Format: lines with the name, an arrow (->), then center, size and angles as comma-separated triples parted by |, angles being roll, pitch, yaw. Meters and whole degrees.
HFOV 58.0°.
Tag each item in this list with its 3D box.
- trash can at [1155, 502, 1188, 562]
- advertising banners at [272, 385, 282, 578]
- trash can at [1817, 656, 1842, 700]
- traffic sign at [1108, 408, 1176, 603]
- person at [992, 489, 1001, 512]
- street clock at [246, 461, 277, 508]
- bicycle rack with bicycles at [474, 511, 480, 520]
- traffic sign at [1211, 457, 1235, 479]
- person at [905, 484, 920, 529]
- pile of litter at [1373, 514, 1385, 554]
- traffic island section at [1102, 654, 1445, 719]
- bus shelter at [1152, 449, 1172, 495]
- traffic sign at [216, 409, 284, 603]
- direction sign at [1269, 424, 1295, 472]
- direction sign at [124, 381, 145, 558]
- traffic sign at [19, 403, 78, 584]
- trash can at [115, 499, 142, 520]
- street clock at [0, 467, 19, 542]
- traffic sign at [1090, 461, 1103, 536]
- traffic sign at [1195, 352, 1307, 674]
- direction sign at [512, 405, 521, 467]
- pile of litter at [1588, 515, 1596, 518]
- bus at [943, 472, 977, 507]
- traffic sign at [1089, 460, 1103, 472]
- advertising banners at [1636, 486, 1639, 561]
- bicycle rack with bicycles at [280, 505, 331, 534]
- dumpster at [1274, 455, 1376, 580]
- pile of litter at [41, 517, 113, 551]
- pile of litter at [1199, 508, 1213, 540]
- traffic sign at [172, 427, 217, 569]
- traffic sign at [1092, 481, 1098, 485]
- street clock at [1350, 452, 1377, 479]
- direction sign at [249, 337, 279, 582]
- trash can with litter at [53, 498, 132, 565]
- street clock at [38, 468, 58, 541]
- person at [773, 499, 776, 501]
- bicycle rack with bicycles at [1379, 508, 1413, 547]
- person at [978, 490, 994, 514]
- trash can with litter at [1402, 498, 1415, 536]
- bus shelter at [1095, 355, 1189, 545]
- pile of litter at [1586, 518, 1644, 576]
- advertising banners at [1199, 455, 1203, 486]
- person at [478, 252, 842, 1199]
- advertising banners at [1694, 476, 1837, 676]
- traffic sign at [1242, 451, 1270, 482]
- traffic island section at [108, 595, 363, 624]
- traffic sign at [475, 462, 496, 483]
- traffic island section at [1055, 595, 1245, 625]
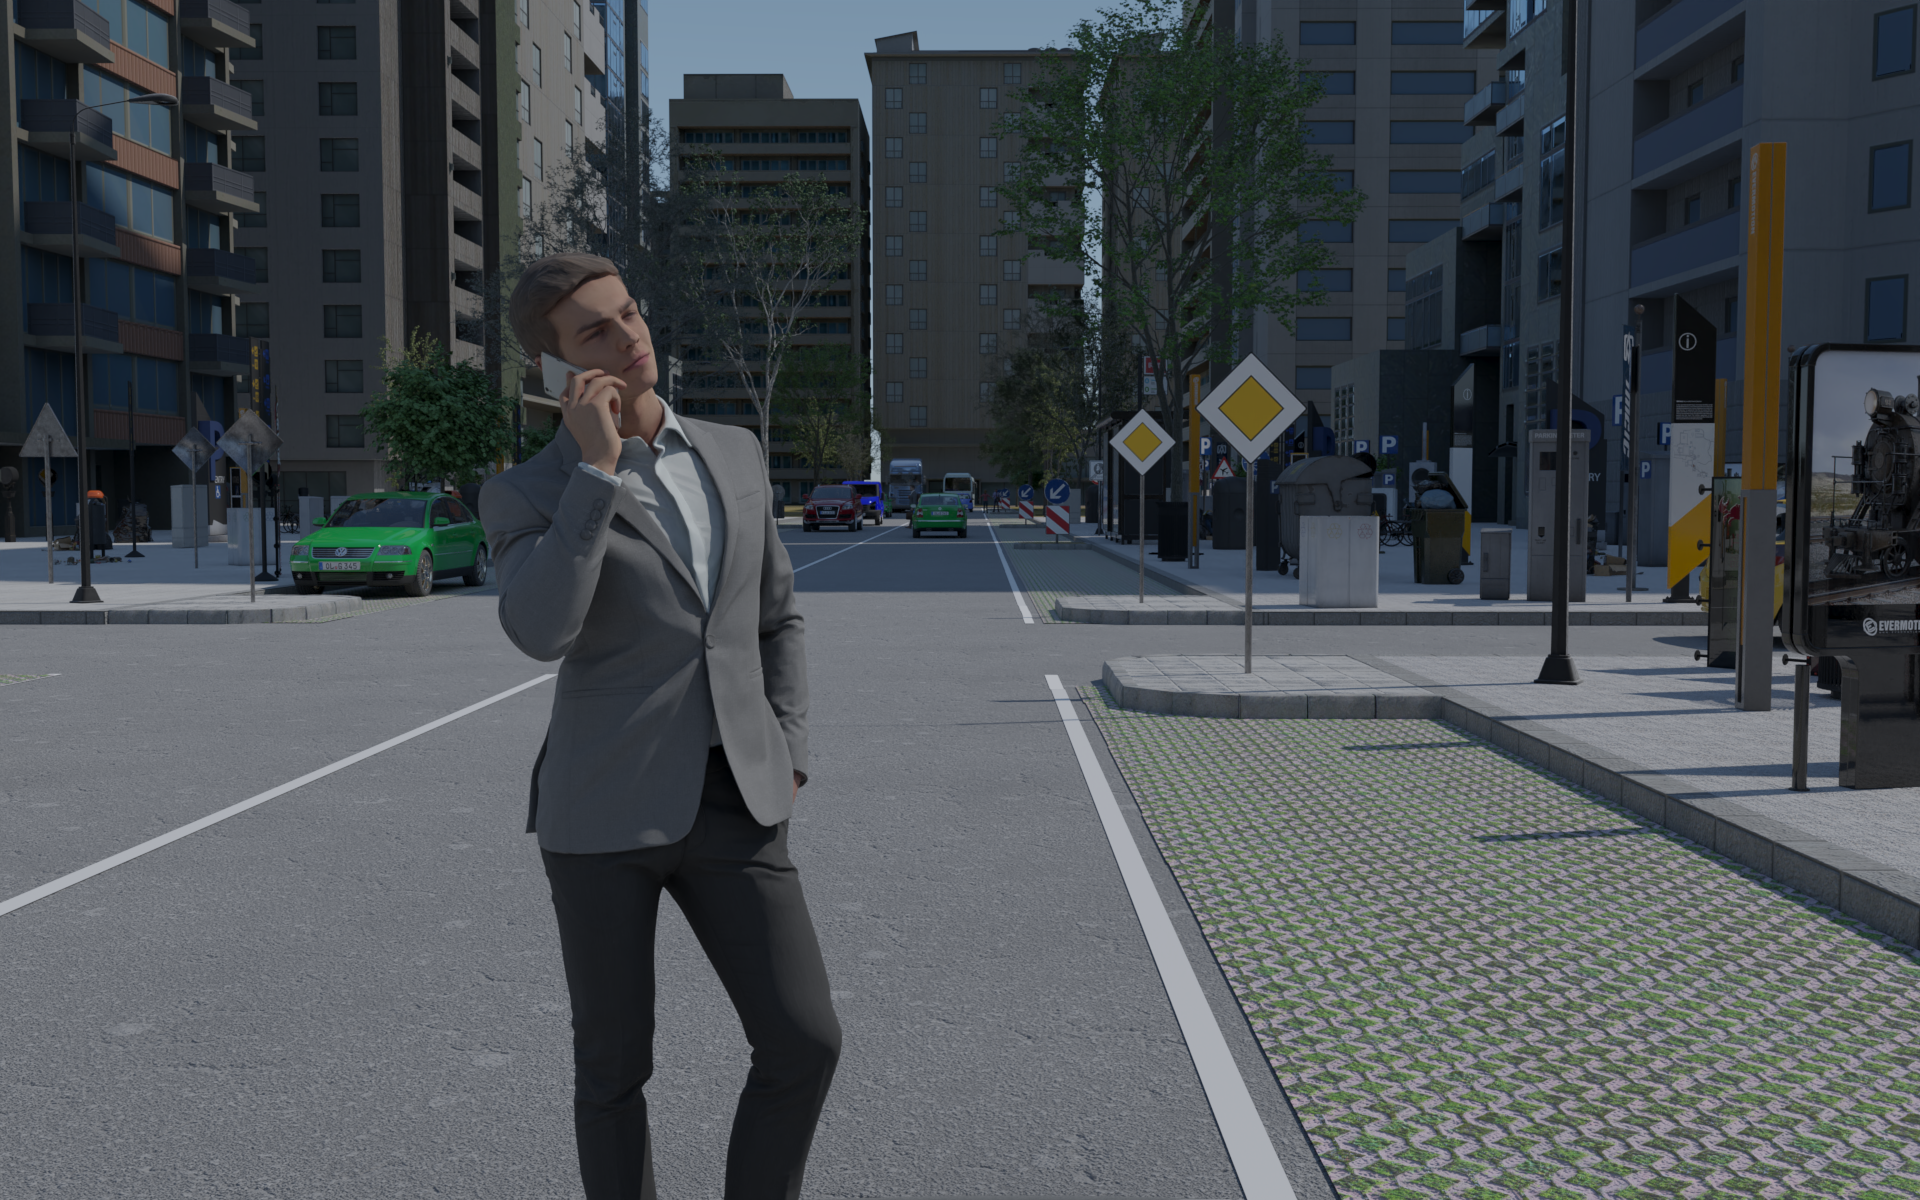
trash can -> 4.073, -1.306, 33.001 | 0.748, 1.137, 0.748 | 0, 3, 0
advertising banners -> -10.771, -1.904, 27.315 | 0.090, 3.025, 2.074 | -1, 4, -20
trash can -> 5.704, 0.052, 10.811 | 0.748, 1.137, 0.748 | 0, 3, 0
traffic sign -> 2.131, -1.020, 20.312 | 0.795, 2.450, 0.064 | 0, 4, 1
person -> 2.864, -7.879, 137.192 | 0.709, 1.838, 0.599 | 0, 4, 3
street clock -> -14.655, -1.937, 36.247 | 0.358, 2.002, 0.471 | 3, 5, 42
bicycle rack with bicycles -> -13.633, -2.419, 52.940 | 2.925, 0.926, 2.852 | 0, 4, -7
traffic sign -> 9.165, -3.680, 60.173 | 0.884, 2.594, 0.081 | 0, 4, 3
person -> -1.907, -3.863, 71.622 | 0.822, 1.834, 0.622 | -1, 4, -20
pile of litter -> 8.679, -1.448, 37.632 | 1.176, 0.858, 1.719 | 1, 4, 22
traffic island section -> 2.081, 0.604, 12.404 | 2.009, 0.180, 2.903 | 0, 4, 1
bus shelter -> 7.434, -4.652, 67.347 | 1.731, 3.624, 6.357 | 0, 4, 0
traffic sign -> -8.362, -1.027, 20.429 | 0.795, 2.450, 0.064 | 0, 4, 1
direction sign -> 10.468, -3.938, 56.380 | 0.876, 3.537, 0.379 | 3, 4, 37
direction sign -> -16.758, -2.634, 35.065 | 0.379, 3.537, 0.876 | -1, 4, -22
traffic sign -> -13.004, -1.511, 24.706 | 0.884, 2.594, 0.081 | 0, 4, 6
trash can -> -24.616, -2.426, 51.317 | 0.748, 1.137, 0.748 | 0, 3, 0
street clock -> -25.205, -2.529, 45.914 | 0.471, 2.002, 0.358 | 1, 4, 14
traffic sign -> 4.279, -3.124, 53.203 | 0.606, 2.300, 0.079 | 0, 4, 2
traffic sign -> 2.058, -0.531, 12.327 | 0.795, 2.450, 0.064 | 0, 4, 1
direction sign -> -11.131, -3.155, 43.589 | 0.379, 3.537, 0.876 | 0, 4, -4
pile of litter -> 13.059, -1.391, 36.701 | 1.176, 0.858, 1.719 | 1, 4, 19
bus -> -0.032, -10.028, 158.810 | 2.948, 3.499, 13.247 | 0, 4, 1
traffic sign -> 5.222, -3.961, 64.863 | 0.768, 2.556, 0.104 | 0, 4, 3
advertising banners -> 13.076, -2.261, 33.153 | 0.090, 3.025, 2.074 | 2, 4, 34
bicycle rack with bicycles -> -21.507, -2.652, 56.736 | 2.925, 0.926, 2.852 | -3, 5, -39
dumpster -> 5.604, -1.274, 26.591 | 1.264, 1.857, 1.865 | 0, 4, 1
pile of litter -> -20.171, -1.567, 39.587 | 1.176, 0.858, 1.719 | 3, 5, 40
pile of litter -> 7.266, -2.127, 48.740 | 1.719, 0.858, 1.176 | -2, 4, -32
traffic sign -> -13.158, -1.749, 29.782 | 0.795, 2.450, 0.064 | 0, 4, 5
traffic sign -> 7.247, -5.560, 91.019 | 0.768, 2.556, 0.104 | 0, 4, 5
street clock -> 6.912, -1.546, 29.843 | 0.471, 2.002, 0.358 | 0, 4, -2
direction sign -> -10.248, -2.045, 25.428 | 0.379, 3.537, 0.876 | 0, 4, -6
trash can with litter -> -16.324, -1.293, 32.198 | 1.678, 1.210, 2.233 | 0, 4, -4
street clock -> -24.926, -2.618, 47.379 | 0.471, 2.002, 0.358 | -2, 4, -30
person -> -18.780, -10.189, 175.811 | 0.721, 1.743, 1.217 | -2, 4, -32
bicycle rack with bicycles -> 10.901, -1.815, 43.052 | 2.925, 0.926, 2.852 | 1, 4, 14
person -> 1.891, -7.202, 126.965 | 1.217, 1.743, 0.721 | 1, 4, 13
trash can with litter -> 14.100, -2.564, 53.311 | 0.624, 1.170, 1.055 | -1, 4, -23
bus shelter -> 4.918, -4.291, 47.797 | 2.179, 5.291, 8.768 | 0, 4, 1
pile of litter -> 10.104, -0.828, 27.502 | 1.719, 0.858, 1.176 | -1, 4, -8
advertising banners -> 7.474, -3.652, 55.898 | 0.090, 3.025, 2.074 | 2, 4, 31
person -> -0.455, 0.360, 2.788 | 0.592, 1.802, 0.473 | -1, 4, -20
advertising banners -> 6.129, -0.968, 12.008 | 0.090, 3.025, 2.074 | -3, 4, -37
traffic sign -> 8.094, -2.896, 47.453 | 0.768, 2.556, 0.104 | 0, 4, 4
traffic island section -> -8.386, 0.109, 20.491 | 2.009, 0.180, 2.903 | 0, 4, 1
traffic sign -> -12.841, -2.867, 46.882 | 0.884, 2.594, 0.081 | 0, 4, 8
traffic island section -> 2.155, 0.116, 20.389 | 2.009, 0.180, 2.903 | 0, 4, 1
